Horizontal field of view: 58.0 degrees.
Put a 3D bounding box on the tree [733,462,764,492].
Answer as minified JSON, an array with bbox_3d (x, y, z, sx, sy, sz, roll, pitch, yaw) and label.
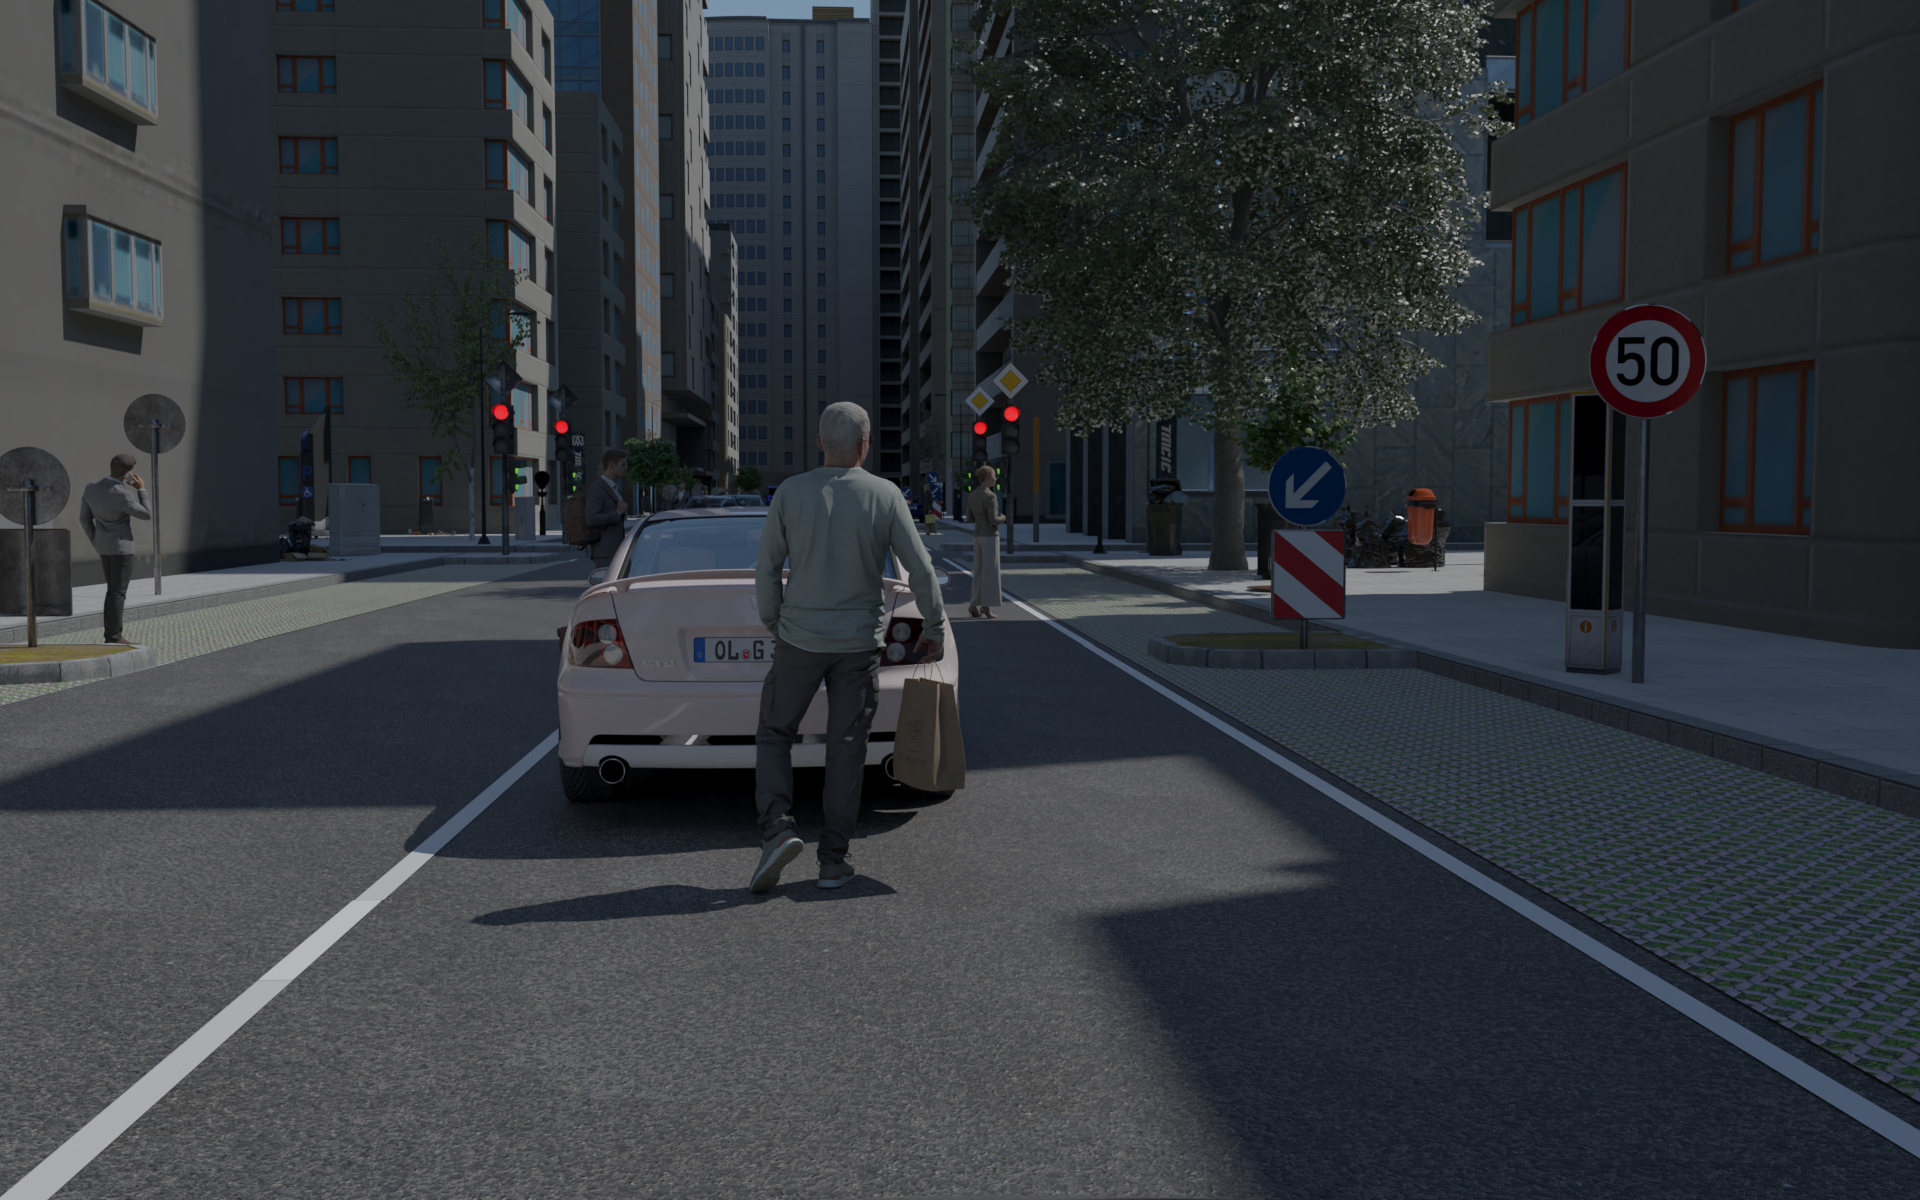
[{"bbox_3d":[-21.788,-11.880,177.949,4.285,4.588,4.351,0,3,0],"label":"tree"}]

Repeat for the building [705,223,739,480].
[{"bbox_3d":[-30.990,-25.343,186.057,14.107,30.474,14.160,0,4,-4],"label":"building"}]

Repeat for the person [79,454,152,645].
[{"bbox_3d":[-7.850,-0.456,16.132,0.592,1.802,0.473,3,4,36],"label":"person"}]

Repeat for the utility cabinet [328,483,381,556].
[{"bbox_3d":[-12.599,-1.675,36.073,0.318,1.500,1.173,2,4,23],"label":"utility cabinet"}]

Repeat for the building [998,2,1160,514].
[{"bbox_3d":[7.796,-31.515,138.974,21.300,48.544,21.600,0,4,-4],"label":"building"}]

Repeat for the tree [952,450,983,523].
[{"bbox_3d":[0.348,-5.030,76.834,1.663,3.219,1.824,0,3,0],"label":"tree"}]

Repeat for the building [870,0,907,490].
[{"bbox_3d":[-0.629,-47.452,214.096,20.611,71.187,20.563,0,4,-4],"label":"building"}]

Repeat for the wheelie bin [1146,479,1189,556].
[{"bbox_3d":[4.295,-1.727,36.143,0.980,1.594,0.693,2,4,24],"label":"wheelie bin"}]

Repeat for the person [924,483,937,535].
[{"bbox_3d":[-1.041,-3.181,60.719,0.699,1.804,1.509,1,4,14],"label":"person"}]

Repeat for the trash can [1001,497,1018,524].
[{"bbox_3d":[2.099,-3.782,73.490,0.748,1.137,0.748,0,3,0],"label":"trash can"}]

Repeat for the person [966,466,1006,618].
[{"bbox_3d":[0.327,-0.669,19.983,0.362,1.759,0.519,-3,4,-36],"label":"person"}]

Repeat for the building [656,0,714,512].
[{"bbox_3d":[-33.207,-33.131,130.928,28.713,52.752,27.495,0,4,-4],"label":"building"}]

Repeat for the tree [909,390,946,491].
[{"bbox_3d":[-1.863,-10.592,123.545,4.360,8.622,3.978,0,3,0],"label":"tree"}]

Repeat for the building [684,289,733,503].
[{"bbox_3d":[-35.785,-19.258,159.913,27.650,21.520,28.899,0,4,-4],"label":"building"}]

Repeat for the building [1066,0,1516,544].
[{"bbox_3d":[19.126,-45.370,54.473,31.000,86.520,22.319,0,4,-4],"label":"building"}]

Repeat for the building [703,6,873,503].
[{"bbox_3d":[-24.990,-41.035,212.922,28.212,58.520,21.231,0,4,-4],"label":"building"}]

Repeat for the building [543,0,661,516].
[{"bbox_3d":[-26.437,-27.991,107.761,14.600,45.320,14.200,0,4,-4],"label":"building"}]

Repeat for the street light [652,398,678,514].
[{"bbox_3d":[-14.305,-6.799,83.709,1.470,5.913,1.316,0,4,-4],"label":"street light"}]

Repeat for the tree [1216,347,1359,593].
[{"bbox_3d":[4.439,-1.723,22.767,1.663,3.219,1.824,0,3,0],"label":"tree"}]

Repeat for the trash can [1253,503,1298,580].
[{"bbox_3d":[4.779,-0.880,26.049,0.748,1.137,0.748,0,3,0],"label":"trash can"}]

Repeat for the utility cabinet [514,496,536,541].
[{"bbox_3d":[-12.082,-2.258,48.087,0.306,1.237,1.020,-2,4,-31],"label":"utility cabinet"}]

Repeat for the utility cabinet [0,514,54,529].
[{"bbox_3d":[-10.793,-0.512,19.534,0.306,1.237,1.020,3,5,39],"label":"utility cabinet"}]

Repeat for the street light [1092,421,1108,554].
[{"bbox_3d":[2.477,-3.951,37.143,1.470,5.913,1.316,0,4,-4],"label":"street light"}]

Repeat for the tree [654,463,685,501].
[{"bbox_3d":[-16.516,-6.261,96.964,1.663,3.219,1.824,0,3,0],"label":"tree"}]

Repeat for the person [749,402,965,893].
[{"bbox_3d":[-0.374,0.163,6.326,0.782,1.767,0.515,0,4,-4],"label":"person"}]

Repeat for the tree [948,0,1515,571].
[{"bbox_3d":[4.443,-7.477,28.897,9.857,13.997,8.962,0,3,0],"label":"tree"}]

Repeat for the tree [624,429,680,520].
[{"bbox_3d":[-15.562,-6.318,87.021,4.285,4.588,4.351,0,3,0],"label":"tree"}]

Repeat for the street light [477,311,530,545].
[{"bbox_3d":[-11.598,-4.373,44.033,1.470,5.913,1.316,0,4,-4],"label":"street light"}]

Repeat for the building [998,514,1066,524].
[{"bbox_3d":[12.162,-28.179,84.435,21.300,48.544,21.600,0,4,-4],"label":"building"}]

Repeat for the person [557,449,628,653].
[{"bbox_3d":[-3.149,-0.422,15.369,0.822,1.834,0.622,0,4,-6],"label":"person"}]

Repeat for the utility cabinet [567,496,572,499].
[{"bbox_3d":[-12.929,-2.848,57.728,0.306,1.237,1.020,0,4,6],"label":"utility cabinet"}]

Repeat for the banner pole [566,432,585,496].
[{"bbox_3d":[-13.698,-4.368,61.440,0.863,3.779,0.401,-1,4,-12],"label":"banner pole"}]

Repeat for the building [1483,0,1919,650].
[{"bbox_3d":[21.807,-10.032,9.069,27.650,21.520,28.899,0,4,-4],"label":"building"}]

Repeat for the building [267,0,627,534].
[{"bbox_3d":[-28.947,-13.650,68.218,27.650,21.520,28.899,0,4,-4],"label":"building"}]

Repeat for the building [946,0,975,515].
[{"bbox_3d":[6.016,-26.085,110.080,14.154,41.232,14.086,0,4,-4],"label":"building"}]

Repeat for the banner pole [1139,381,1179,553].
[{"bbox_3d":[4.342,-2.923,37.806,0.863,3.779,0.401,0,4,-2],"label":"banner pole"}]

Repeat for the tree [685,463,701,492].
[{"bbox_3d":[-17.071,-6.876,107.024,1.663,3.219,1.824,0,3,0],"label":"tree"}]

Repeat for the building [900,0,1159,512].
[{"bbox_3d":[5.556,-32.827,160.429,21.300,48.544,21.600,0,4,-4],"label":"building"}]

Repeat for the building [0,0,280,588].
[{"bbox_3d":[-22.495,-24.222,19.735,21.600,48.544,21.300,0,4,-4],"label":"building"}]

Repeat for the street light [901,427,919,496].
[{"bbox_3d":[-3.400,-8.999,119.669,1.470,5.913,1.316,0,4,-4],"label":"street light"}]

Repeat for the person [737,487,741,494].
[{"bbox_3d":[-11.612,-5.099,92.044,0.590,1.801,0.661,0,4,6],"label":"person"}]

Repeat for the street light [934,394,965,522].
[{"bbox_3d":[-0.496,-6.586,80.217,1.470,5.913,1.316,0,4,-4],"label":"street light"}]

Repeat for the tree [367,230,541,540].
[{"bbox_3d":[-13.757,-5.956,47.738,4.737,8.622,4.395,0,3,0],"label":"tree"}]
